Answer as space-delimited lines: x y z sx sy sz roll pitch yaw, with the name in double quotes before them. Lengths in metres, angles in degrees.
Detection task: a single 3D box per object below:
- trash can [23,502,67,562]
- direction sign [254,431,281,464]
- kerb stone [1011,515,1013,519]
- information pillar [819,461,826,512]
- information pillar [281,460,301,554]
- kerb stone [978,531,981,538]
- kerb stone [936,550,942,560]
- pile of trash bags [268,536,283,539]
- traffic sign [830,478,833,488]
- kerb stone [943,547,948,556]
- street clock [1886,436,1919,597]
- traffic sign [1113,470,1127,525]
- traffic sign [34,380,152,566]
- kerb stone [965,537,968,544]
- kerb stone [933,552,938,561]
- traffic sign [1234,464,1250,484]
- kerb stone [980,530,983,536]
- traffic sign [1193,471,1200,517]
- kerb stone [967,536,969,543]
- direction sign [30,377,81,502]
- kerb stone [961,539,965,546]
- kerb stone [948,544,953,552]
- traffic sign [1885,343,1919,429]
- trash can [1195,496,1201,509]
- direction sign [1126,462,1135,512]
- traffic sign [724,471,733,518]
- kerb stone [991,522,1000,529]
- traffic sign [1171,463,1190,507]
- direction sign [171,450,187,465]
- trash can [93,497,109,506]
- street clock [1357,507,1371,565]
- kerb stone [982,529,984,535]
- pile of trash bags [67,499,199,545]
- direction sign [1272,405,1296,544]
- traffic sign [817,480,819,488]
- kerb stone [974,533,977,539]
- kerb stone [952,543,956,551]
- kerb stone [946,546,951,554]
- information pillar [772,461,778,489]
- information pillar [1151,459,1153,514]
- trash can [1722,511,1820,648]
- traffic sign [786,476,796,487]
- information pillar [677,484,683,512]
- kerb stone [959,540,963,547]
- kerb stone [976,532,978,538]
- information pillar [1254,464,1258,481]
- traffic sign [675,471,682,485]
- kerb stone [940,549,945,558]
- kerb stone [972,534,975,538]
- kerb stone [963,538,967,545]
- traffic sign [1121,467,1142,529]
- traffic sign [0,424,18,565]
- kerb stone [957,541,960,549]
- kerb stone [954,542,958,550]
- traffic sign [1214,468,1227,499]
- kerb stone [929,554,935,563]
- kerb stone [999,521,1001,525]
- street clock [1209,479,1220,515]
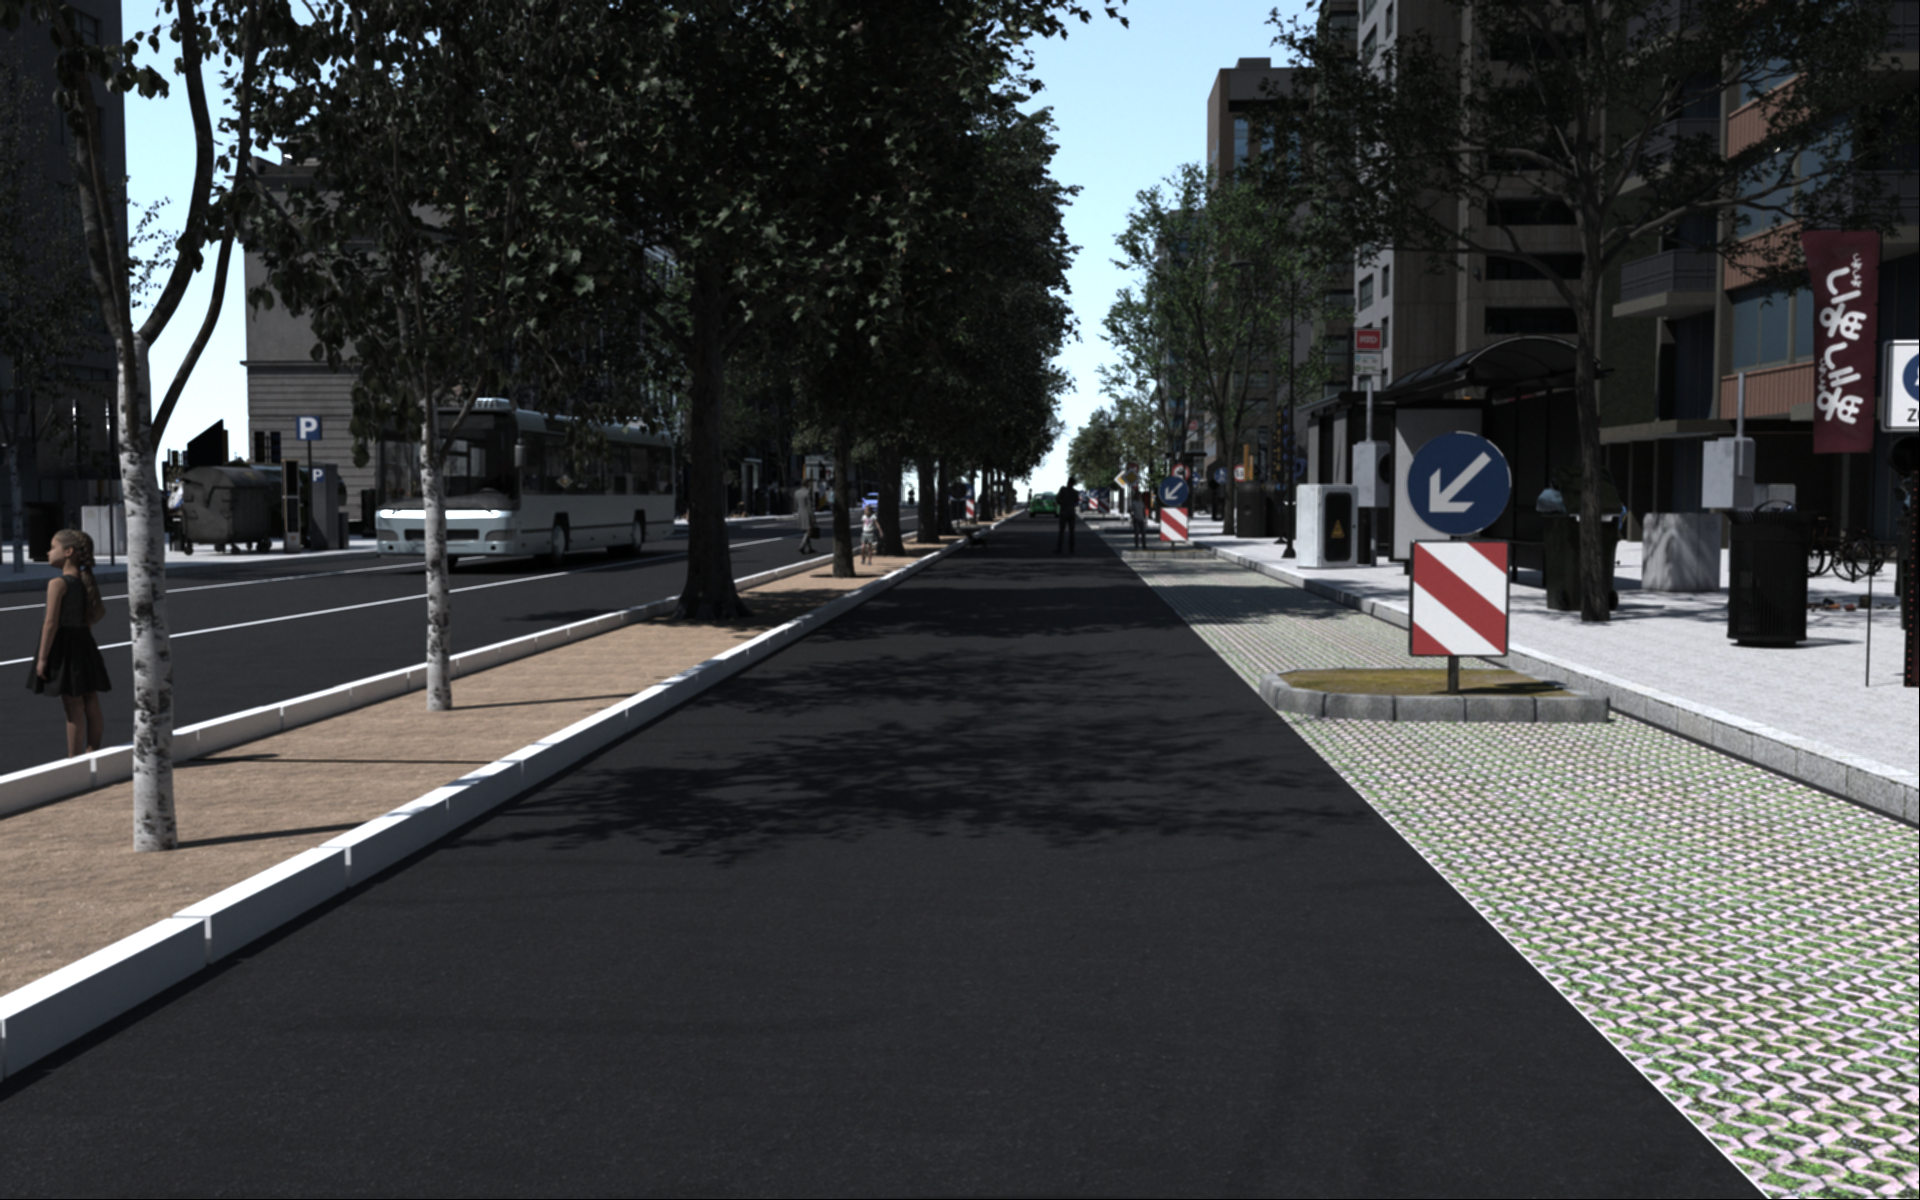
"trash can" -17.283 -1.290 32.750 0.748 1.137 0.748 0 3 0
"direction sign" -25.019 -4.322 62.668 0.876 3.537 0.379 -1 4 -20
"kerb stone" 2.687 -4.467 95.392 0.120 0.150 1.000 0 4 3
"information pillar" -9.627 -7.929 120.996 0.504 3.616 0.183 0 4 5
"information pillar" -14.360 -2.000 37.185 0.304 2.012 0.304 -2 4 -32
"kerb stone" 0.540 -2.125 56.943 0.120 0.150 1.000 0 4 3
"kerb stone" -0.539 -0.930 37.498 0.120 0.150 1.000 0 4 3
"pile of trash bags" -20.386 -2.497 50.572 1.912 1.369 3.447 -2 4 -33
"traffic sign" -10.043 -8.375 137.044 0.768 2.556 0.104 1 4 13
"kerb stone" -0.432 -1.059 39.549 0.120 0.150 1.000 0 4 3
"street clock" 11.849 -1.045 21.661 0.471 2.002 0.358 1 4 13
"traffic sign" 6.746 -4.164 71.717 0.795 2.450 0.064 0 4 3
"traffic sign" -15.487 -2.268 30.955 2.265 3.308 0.079 1 4 8
"kerb stone" 0.079 -1.625 48.763 0.120 0.150 1.000 0 4 3
"kerb stone" -0.607 -0.873 36.476 0.120 0.150 1.000 0 4 3
"traffic sign" 12.037 -4.543 74.381 0.768 2.556 0.104 1 4 11
"kerb stone" 0.599 -2.185 57.964 0.120 0.150 1.000 0 4 3
"traffic sign" 13.093 -5.942 97.264 0.768 2.556 0.104 1 4 12
"kerb stone" 0.141 -1.688 49.791 0.120 0.150 1.000 0 4 3
"direction sign" -17.509 -2.546 33.626 0.876 3.537 0.379 -2 4 -35
"kerb stone" -0.033 -1.499 46.704 0.120 0.150 1.000 0 4 3
"kerb stone" -0.317 -1.186 41.590 0.120 0.150 1.000 0 4 3
"traffic sign" 6.450 -0.578 11.587 0.606 2.300 0.079 0 4 6
"trash can" 18.635 -7.612 136.103 0.748 1.137 0.748 0 3 0
"direction sign" 12.860 -8.452 130.180 0.876 3.537 0.379 3 4 38
"traffic sign" -12.504 -5.662 92.682 0.768 2.556 0.104 1 4 13
"kerb stone" 1.548 -3.220 74.910 0.120 0.150 1.000 0 4 3
"traffic sign" 9.174 -4.401 72.057 0.768 2.556 0.104 1 4 10
"direction sign" -40.431 -5.989 89.911 0.876 3.537 0.379 0 4 -6
"trash can" -40.215 -4.254 81.204 0.748 1.137 0.748 0 3 0
"street clock" 7.345 -1.640 31.383 0.358 2.002 0.471 -2 4 -26
"kerb stone" 0.657 -2.251 58.993 0.120 0.150 1.000 0 4 3
"pile of trash bags" -20.441 -2.031 42.959 3.447 1.369 1.912 0 4 -8
"direction sign" 8.257 -3.208 44.450 0.379 3.537 0.876 0 4 -7
"traffic sign" -10.023 -7.533 125.294 0.606 2.300 0.079 0 4 8
"kerb stone" 0.372 -1.938 53.875 0.120 0.150 1.000 0 4 3
"kerb stone" -0.262 -1.249 42.611 0.120 0.150 1.000 0 4 3
"kerb stone" -0.372 -1.121 40.569 0.120 0.150 1.000 0 4 3
"information pillar" -13.095 -8.040 122.815 0.504 3.616 0.183 0 4 2
"information pillar" 12.640 -7.513 114.193 0.183 3.616 0.504 -1 4 -9
"trash can" 6.811 -0.180 14.596 0.748 1.137 0.748 0 3 0
"traffic sign" -12.175 -7.599 124.344 0.768 2.556 0.104 0 4 4
"information pillar" -19.579 -7.130 121.063 0.304 2.012 0.304 -2 4 -35
"kerb stone" -0.085 -1.436 45.677 0.120 0.150 1.000 0 4 3
"kerb stone" 0.418 -1.999 54.896 0.120 0.150 1.000 0 4 3
"information pillar" 23.029 -8.748 134.389 0.504 3.616 0.183 -1 4 -12
"traffic sign" -10.765 -3.735 64.713 0.795 2.450 0.064 0 4 3
"kerb stone" -0.479 -0.996 38.519 0.120 0.150 1.000 0 4 3
"kerb stone" 0.304 -1.875 52.855 0.120 0.150 1.000 0 4 3
"kerb stone" 0.026 -1.558 47.732 0.120 0.150 1.000 0 4 3
"traffic sign" 6.302 -3.676 63.744 0.795 2.450 0.064 0 4 3
"traffic sign" -17.413 -1.910 31.337 0.768 2.556 0.104 0 4 3
"kerb stone" -0.148 -1.371 44.657 0.120 0.150 1.000 0 4 3
"kerb stone" -0.208 -1.311 43.636 0.120 0.150 1.000 0 4 3
"traffic sign" 12.795 -5.164 84.534 0.768 2.556 0.104 1 4 12
"kerb stone" -0.664 -0.811 35.456 0.120 0.150 1.000 0 4 3
"kerb stone" 1.599 -3.287 75.939 0.120 0.150 1.000 0 4 3
"street clock" 12.489 -4.926 85.109 0.471 2.002 0.358 2 4 29
